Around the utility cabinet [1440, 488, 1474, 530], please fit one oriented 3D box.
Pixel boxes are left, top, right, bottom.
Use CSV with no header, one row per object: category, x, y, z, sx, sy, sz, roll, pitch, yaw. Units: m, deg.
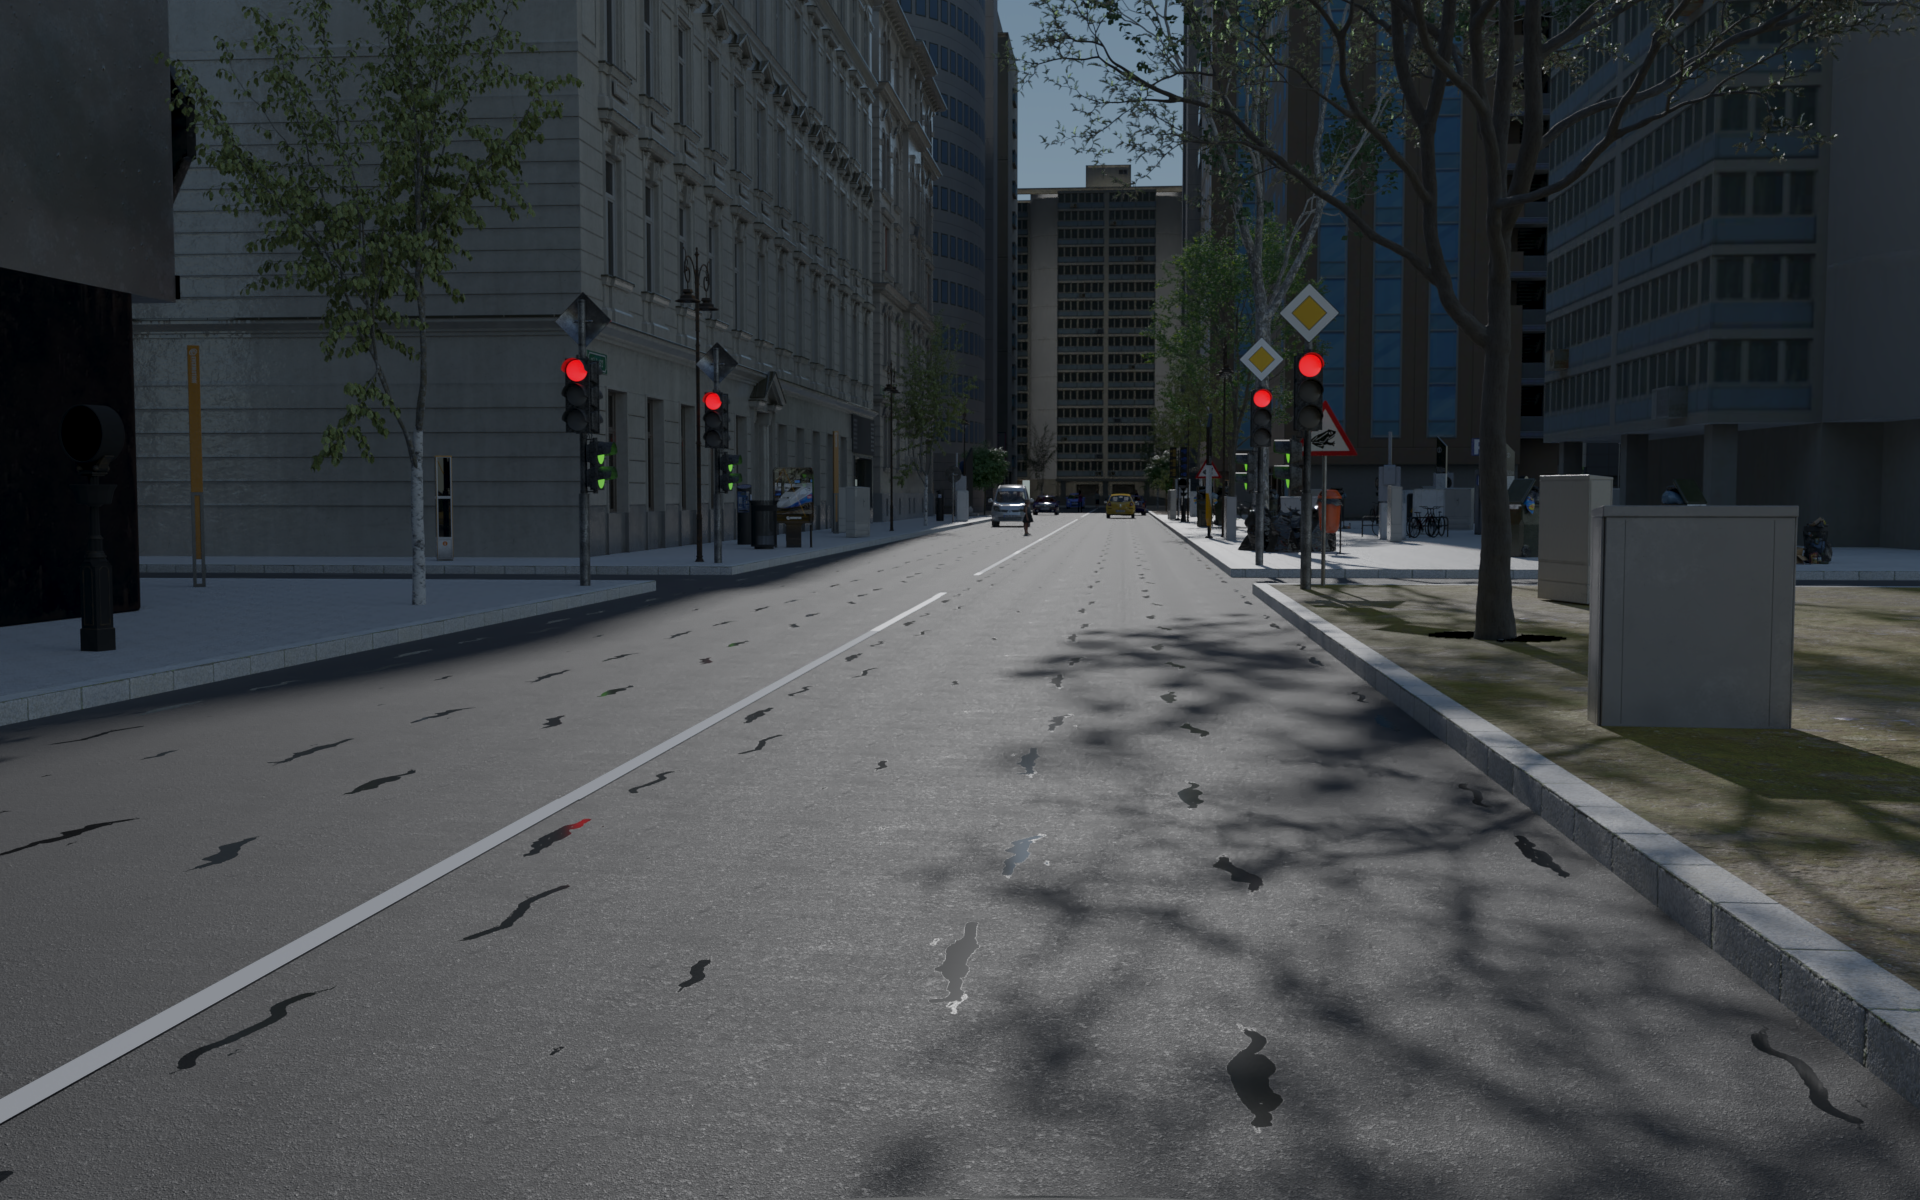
utility cabinet,17.620,-3.230,61.487,1.173,1.500,0.318,3,4,39

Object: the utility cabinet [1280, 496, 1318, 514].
utility cabinet,9.237,-2.201,47.140,1.020,1.237,0.306,1,4,12

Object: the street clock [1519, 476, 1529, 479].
street clock,22.257,-3.902,68.371,0.358,2.002,0.471,3,5,45

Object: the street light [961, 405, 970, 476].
street light,0.223,-6.998,87.208,0.468,5.910,1.993,0,4,5

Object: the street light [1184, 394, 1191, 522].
street light,10.291,-6.438,78.043,0.468,5.910,1.993,0,4,5

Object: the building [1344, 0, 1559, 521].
building,23.033,-26.786,88.060,14.600,45.320,14.200,0,4,5

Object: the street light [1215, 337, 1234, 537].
street light,7.789,-4.787,51.057,0.468,5.910,1.993,0,4,5

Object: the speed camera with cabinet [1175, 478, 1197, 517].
speed camera with cabinet,13.252,-6.393,98.857,0.660,3.252,2.038,-3,5,-42

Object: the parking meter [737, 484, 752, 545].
parking meter,-5.461,-2.169,43.880,0.372,1.533,0.369,0,3,0

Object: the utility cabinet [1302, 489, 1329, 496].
utility cabinet,16.392,-4.361,79.976,1.173,1.500,0.318,2,4,30

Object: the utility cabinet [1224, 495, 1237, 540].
utility cabinet,7.558,-2.277,48.384,0.306,1.237,1.020,0,4,5

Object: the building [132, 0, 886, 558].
building,-13.407,-17.104,56.058,17.030,29.872,44.131,0,4,5

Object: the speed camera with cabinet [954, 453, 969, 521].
speed camera with cabinet,0.069,-5.390,82.466,0.660,3.252,2.038,0,4,-4

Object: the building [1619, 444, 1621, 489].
building,61.659,-44.422,164.556,20.611,71.187,20.563,0,4,5

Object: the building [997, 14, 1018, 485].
building,-5.468,-33.459,170.751,21.600,48.544,21.300,0,4,5

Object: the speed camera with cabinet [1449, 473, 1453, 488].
speed camera with cabinet,19.050,-4.671,70.714,2.038,3.252,0.660,0,4,-2

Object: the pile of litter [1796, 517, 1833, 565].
pile of litter,15.601,-1.112,32.145,1.719,0.858,1.176,-3,5,-43

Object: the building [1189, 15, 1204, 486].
building,29.856,-31.435,133.563,23.786,49.044,30.456,0,4,5

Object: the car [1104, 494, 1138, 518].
car,9.592,-5.695,103.340,2.015,1.641,3.980,0,4,6

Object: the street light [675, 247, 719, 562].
street light,-4.926,-3.657,32.584,0.468,5.910,1.993,0,4,5

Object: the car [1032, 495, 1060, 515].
car,5.919,-6.518,119.145,1.945,1.354,3.894,0,4,5

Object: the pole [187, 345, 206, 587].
pole,-10.522,-1.836,23.858,0.158,3.312,0.155,0,3,0

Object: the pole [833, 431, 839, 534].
pole,-4.019,-3.805,56.054,0.158,3.312,0.155,0,3,0

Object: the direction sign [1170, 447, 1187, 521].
direction sign,10.518,-5.594,83.462,0.876,3.537,0.379,2,4,26

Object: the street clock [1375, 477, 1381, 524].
street clock,17.915,-4.248,74.018,0.358,2.002,0.471,0,4,-7

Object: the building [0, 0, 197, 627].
building,-17.796,-8.969,14.097,16.811,18.784,16.820,0,4,5

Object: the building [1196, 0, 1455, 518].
building,22.871,-28.241,111.855,14.600,45.320,14.200,0,4,5

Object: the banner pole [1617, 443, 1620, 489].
banner pole,29.822,-5.412,78.497,0.401,3.779,0.863,1,4,20

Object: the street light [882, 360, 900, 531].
street light,-2.371,-5.330,59.928,0.468,5.910,1.993,0,4,5

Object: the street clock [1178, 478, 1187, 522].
street clock,10.261,-4.580,79.452,0.471,2.002,0.358,3,5,42

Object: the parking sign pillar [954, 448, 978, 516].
parking sign pillar,0.346,-6.821,99.989,1.447,3.967,1.447,1,4,19

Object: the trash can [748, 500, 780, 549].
trash can,-4.568,-1.755,40.348,0.748,1.137,0.748,0,3,0

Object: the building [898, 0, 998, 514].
building,-8.859,-35.424,121.173,21.231,58.520,28.212,0,4,5

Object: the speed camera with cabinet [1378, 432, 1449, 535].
speed camera with cabinet,14.328,-3.704,54.896,2.038,3.252,0.660,1,4,16

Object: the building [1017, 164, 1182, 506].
building,17.591,-31.508,207.037,23.993,40.220,32.217,0,4,5

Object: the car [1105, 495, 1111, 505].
car,12.882,-7.976,142.416,2.014,1.417,4.499,0,4,7

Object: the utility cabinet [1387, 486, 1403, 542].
utility cabinet,11.673,-2.311,46.469,0.318,1.500,1.173,1,4,9

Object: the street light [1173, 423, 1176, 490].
street light,12.985,-8.091,105.077,0.468,5.910,1.993,0,4,5

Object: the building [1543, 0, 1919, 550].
building,30.165,-21.668,46.146,23.993,40.220,32.217,0,4,5

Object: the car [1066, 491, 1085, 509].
car,11.363,-9.817,170.099,1.945,1.707,3.694,0,4,7

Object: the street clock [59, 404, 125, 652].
street clock,-7.064,-0.585,14.137,0.471,2.002,0.358,1,4,21

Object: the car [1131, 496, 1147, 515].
car,11.711,-6.407,117.341,1.945,1.354,3.894,0,4,4

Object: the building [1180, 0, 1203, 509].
building,31.417,-37.953,162.536,21.231,58.520,28.212,0,4,5

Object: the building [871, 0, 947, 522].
building,-8.674,-18.483,89.582,14.401,28.519,23.554,0,4,5

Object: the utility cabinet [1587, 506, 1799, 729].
utility cabinet,4.052,0.094,9.618,1.020,1.237,0.306,0,4,8

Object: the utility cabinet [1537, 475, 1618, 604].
utility cabinet,7.252,-0.718,20.420,0.318,1.500,1.173,-1,4,-9

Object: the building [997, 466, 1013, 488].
building,-6.021,-43.244,145.289,20.563,71.187,20.611,0,4,5

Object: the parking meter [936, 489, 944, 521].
parking meter,-0.949,-4.503,82.031,0.372,1.533,0.369,0,3,0
